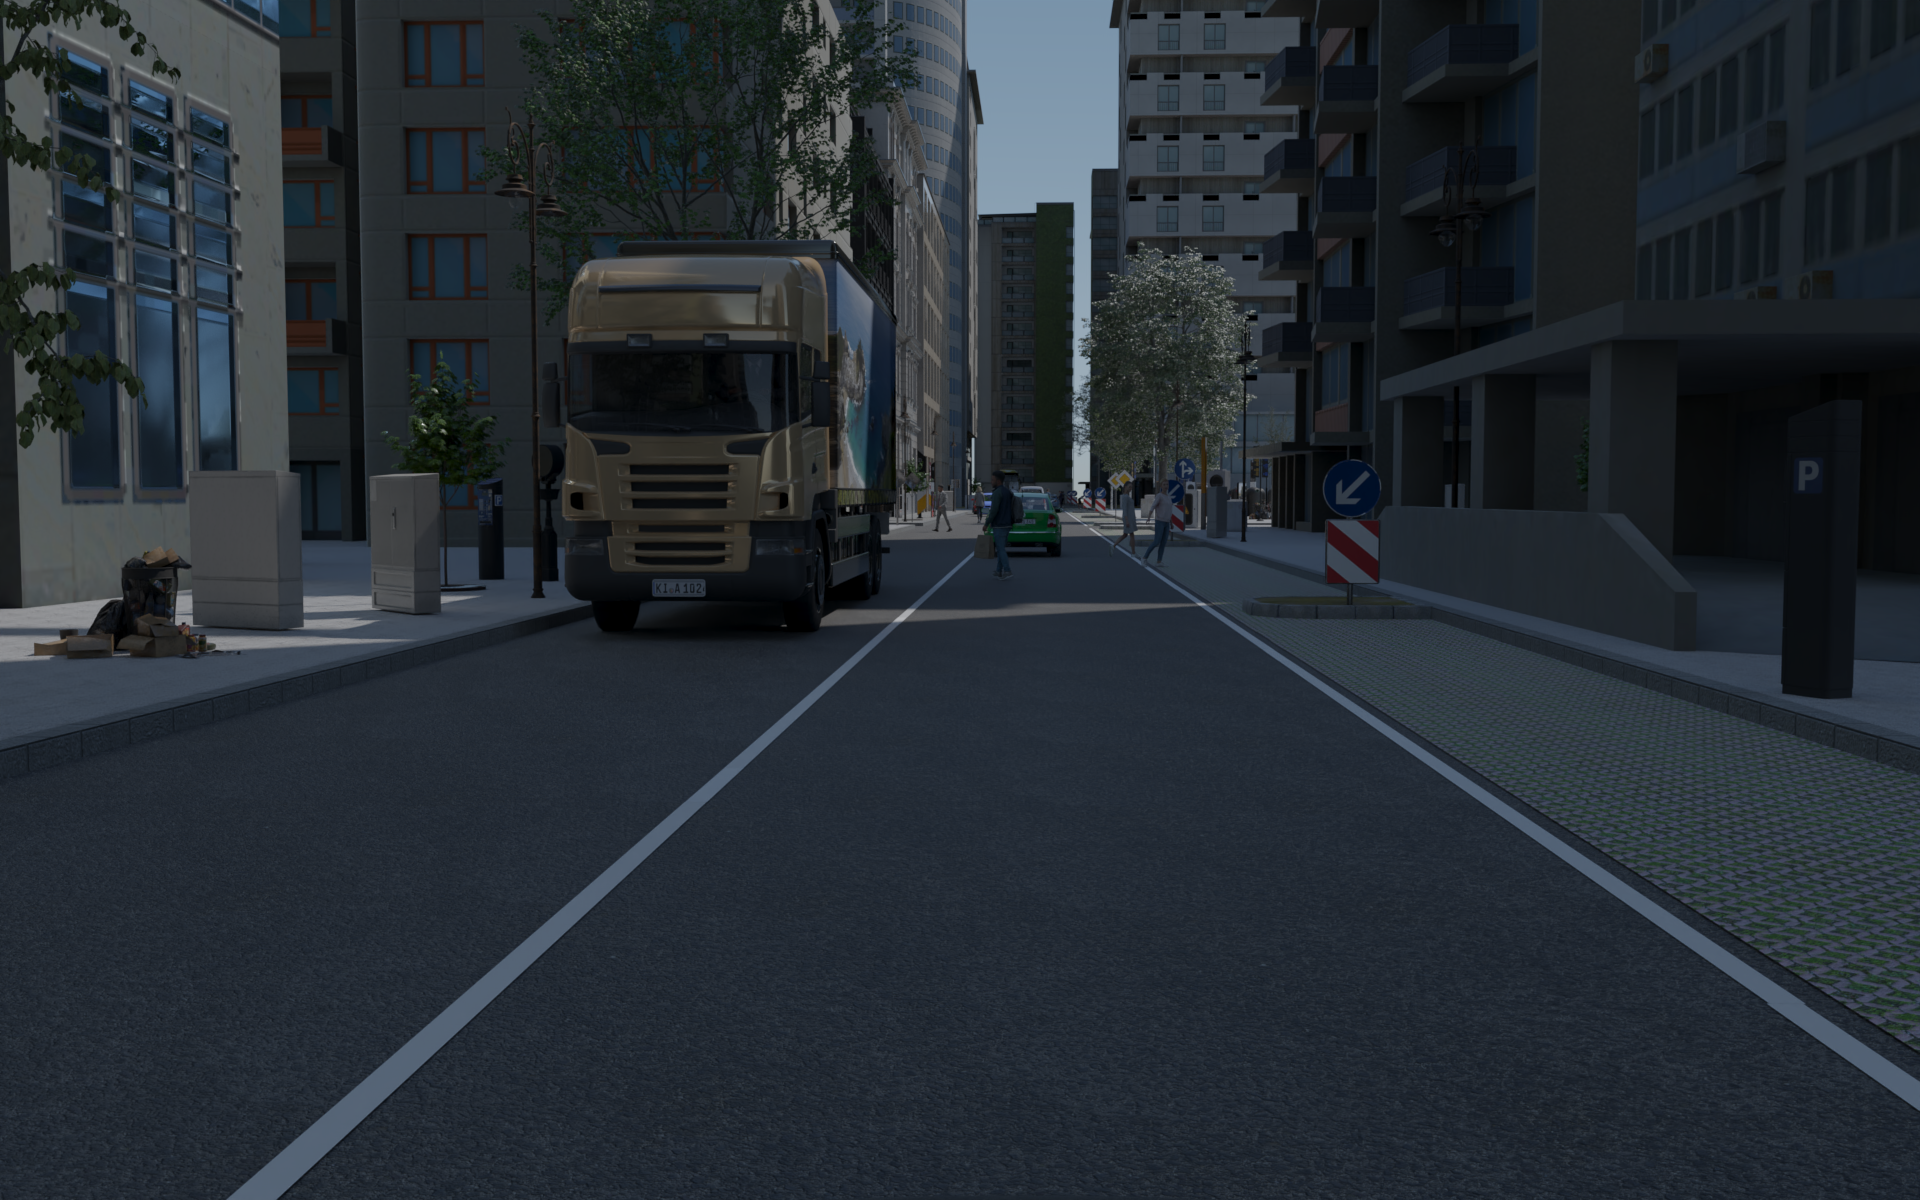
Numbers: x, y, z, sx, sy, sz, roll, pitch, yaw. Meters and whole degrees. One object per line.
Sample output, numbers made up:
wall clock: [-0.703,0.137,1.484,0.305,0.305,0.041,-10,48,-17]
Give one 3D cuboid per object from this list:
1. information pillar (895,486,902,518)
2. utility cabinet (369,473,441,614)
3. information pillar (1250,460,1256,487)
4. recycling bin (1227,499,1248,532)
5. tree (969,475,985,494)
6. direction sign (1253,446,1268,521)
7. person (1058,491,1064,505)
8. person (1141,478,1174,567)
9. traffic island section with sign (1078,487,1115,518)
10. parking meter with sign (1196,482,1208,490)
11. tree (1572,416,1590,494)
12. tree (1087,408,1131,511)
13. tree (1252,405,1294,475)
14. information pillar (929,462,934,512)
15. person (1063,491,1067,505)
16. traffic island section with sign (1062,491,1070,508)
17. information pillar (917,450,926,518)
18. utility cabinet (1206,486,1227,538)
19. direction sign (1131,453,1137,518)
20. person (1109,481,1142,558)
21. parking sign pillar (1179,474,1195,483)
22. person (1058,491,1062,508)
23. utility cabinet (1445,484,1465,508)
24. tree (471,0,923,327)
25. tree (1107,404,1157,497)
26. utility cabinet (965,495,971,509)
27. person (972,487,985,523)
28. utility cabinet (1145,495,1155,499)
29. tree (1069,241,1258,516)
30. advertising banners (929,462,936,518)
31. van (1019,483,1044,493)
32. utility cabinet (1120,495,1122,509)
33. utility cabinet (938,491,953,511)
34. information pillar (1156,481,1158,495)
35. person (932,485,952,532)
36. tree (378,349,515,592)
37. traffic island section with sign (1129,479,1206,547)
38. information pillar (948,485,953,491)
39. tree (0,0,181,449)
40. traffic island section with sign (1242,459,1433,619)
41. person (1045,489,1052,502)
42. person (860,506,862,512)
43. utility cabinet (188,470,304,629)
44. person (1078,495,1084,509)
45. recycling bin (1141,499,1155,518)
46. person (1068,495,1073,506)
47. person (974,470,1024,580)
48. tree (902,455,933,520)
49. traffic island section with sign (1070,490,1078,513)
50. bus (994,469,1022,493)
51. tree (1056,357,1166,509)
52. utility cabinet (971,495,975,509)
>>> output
information pillar: [-3.329,-5.471,93.947,0.304,2.012,0.304,2,4,31]
utility cabinet: [-6.028,-0.617,18.767,0.318,1.500,1.173,-3,5,-40]
information pillar: [19.853,-7.708,117.376,0.183,3.616,0.504,-2,4,-33]
recycling bin: [9.459,-2.860,59.310,0.722,1.027,0.722,1,4,14]
tree: [1.566,-11.001,174.471,1.663,3.219,1.824,0,3,0]
direction sign: [14.190,-5.491,81.775,0.876,3.537,0.379,-2,4,-29]
person: [12.874,-12.910,219.583,0.705,1.823,1.348,3,4,37]
person: [3.794,-1.503,33.742,0.598,1.740,0.731,2,4,29]
traffic island section with sign: [8.223,-5.780,103.134,1.989,1.847,2.006,0,4,3]
parking meter with sign: [15.497,-7.014,110.946,1.738,3.016,0.543,3,5,41]
tree: [13.525,-2.585,36.874,1.663,3.219,1.824,0,3,0]
tree: [11.959,-11.210,133.642,4.737,8.622,4.395,0,3,0]
tree: [26.166,-11.768,142.772,4.360,8.622,3.978,0,3,0]
information pillar: [-1.950,-7.985,121.915,0.504,3.616,0.183,-1,4,-16]
person: [13.527,-13.338,226.560,1.348,1.826,0.705,2,4,23]
traffic island section with sign: [11.779,-10.492,180.178,1.989,1.847,2.006,0,4,3]
information pillar: [-2.028,-6.091,90.941,0.504,3.616,0.183,0,4,-5]
utility cabinet: [7.515,-2.571,50.714,0.318,1.500,1.173,2,4,24]
direction sign: [9.435,-6.254,94.254,0.379,3.537,0.876,1,4,22]
person: [3.738,-1.818,38.968,0.760,1.731,0.466,-1,4,-22]
parking sign pillar: [18.431,-9.311,140.707,1.447,3.967,1.447,0,4,4]
person: [9.994,-10.072,173.631,0.568,1.767,0.683,-1,4,-15]
utility cabinet: [10.619,-1.747,37.240,0.318,1.500,1.173,1,4,22]
tree: [-4.825,-6.503,32.077,9.928,11.665,9.643,0,3,0]
tree: [12.035,-10.480,121.711,4.360,8.622,3.978,0,3,0]
utility cabinet: [0.587,-8.603,151.826,0.306,1.237,1.020,0,4,3]
person: [0.885,-4.710,85.698,0.709,1.800,0.728,0,4,-4]
utility cabinet: [13.215,-6.647,119.841,0.306,1.237,1.020,-3,4,-37]
tree: [10.492,-11.125,88.542,9.857,13.997,8.962,0,3,0]
advertising banners: [-1.514,-6.039,94.922,0.090,3.025,2.074,1,4,9]
van: [3.996,-5.490,96.772,2.013,2.044,4.112,0,4,3]
utility cabinet: [14.143,-8.589,151.588,0.306,1.237,1.020,0,4,4]
utility cabinet: [-1.072,-7.432,130.188,1.173,1.500,0.318,0,4,6]
information pillar: [11.463,-5.837,99.932,0.304,2.012,0.304,-3,5,-42]
person: [-0.664,-3.475,65.589,0.850,1.792,0.678,-2,4,-34]
tree: [-6.959,-1.736,22.991,1.663,3.219,1.824,0,3,0]
traffic island section with sign: [5.666,-2.382,47.572,1.989,1.847,2.006,0,4,3]
information pillar: [-0.803,-8.301,140.220,0.304,2.012,0.304,2,4,35]
tree: [-5.828,-3.604,9.283,4.737,8.622,4.395,0,3,0]
traffic island section with sign: [4.425,-0.735,20.645,1.989,1.847,2.006,0,4,3]
person: [6.472,-7.304,127.943,0.581,1.822,0.654,1,4,11]
person: [-4.192,-3.820,73.547,0.523,1.515,0.503,-2,4,-34]
utility cabinet: [-6.794,-0.478,16.502,1.173,1.500,0.318,2,4,27]
person: [11.634,-9.400,165.381,0.799,1.438,0.628,0,4,5]
recycling bin: [10.119,-4.920,92.996,0.722,1.027,0.722,1,4,15]
person: [12.886,-11.518,200.038,0.991,1.433,0.599,2,4,25]
person: [0.635,-1.243,28.804,0.794,1.824,0.713,-3,5,-40]
tree: [-2.363,-5.489,84.339,1.663,3.219,1.824,0,3,0]
traffic island section with sign: [9.485,-7.468,130.724,1.989,1.847,2.006,0,4,3]
bus: [4.820,-11.329,176.774,2.896,3.916,12.252,0,4,2]
tree: [13.200,-14.525,147.858,12.009,13.543,11.850,0,3,0]
utility cabinet: [1.058,-8.677,153.038,0.306,1.237,1.020,1,4,19]
